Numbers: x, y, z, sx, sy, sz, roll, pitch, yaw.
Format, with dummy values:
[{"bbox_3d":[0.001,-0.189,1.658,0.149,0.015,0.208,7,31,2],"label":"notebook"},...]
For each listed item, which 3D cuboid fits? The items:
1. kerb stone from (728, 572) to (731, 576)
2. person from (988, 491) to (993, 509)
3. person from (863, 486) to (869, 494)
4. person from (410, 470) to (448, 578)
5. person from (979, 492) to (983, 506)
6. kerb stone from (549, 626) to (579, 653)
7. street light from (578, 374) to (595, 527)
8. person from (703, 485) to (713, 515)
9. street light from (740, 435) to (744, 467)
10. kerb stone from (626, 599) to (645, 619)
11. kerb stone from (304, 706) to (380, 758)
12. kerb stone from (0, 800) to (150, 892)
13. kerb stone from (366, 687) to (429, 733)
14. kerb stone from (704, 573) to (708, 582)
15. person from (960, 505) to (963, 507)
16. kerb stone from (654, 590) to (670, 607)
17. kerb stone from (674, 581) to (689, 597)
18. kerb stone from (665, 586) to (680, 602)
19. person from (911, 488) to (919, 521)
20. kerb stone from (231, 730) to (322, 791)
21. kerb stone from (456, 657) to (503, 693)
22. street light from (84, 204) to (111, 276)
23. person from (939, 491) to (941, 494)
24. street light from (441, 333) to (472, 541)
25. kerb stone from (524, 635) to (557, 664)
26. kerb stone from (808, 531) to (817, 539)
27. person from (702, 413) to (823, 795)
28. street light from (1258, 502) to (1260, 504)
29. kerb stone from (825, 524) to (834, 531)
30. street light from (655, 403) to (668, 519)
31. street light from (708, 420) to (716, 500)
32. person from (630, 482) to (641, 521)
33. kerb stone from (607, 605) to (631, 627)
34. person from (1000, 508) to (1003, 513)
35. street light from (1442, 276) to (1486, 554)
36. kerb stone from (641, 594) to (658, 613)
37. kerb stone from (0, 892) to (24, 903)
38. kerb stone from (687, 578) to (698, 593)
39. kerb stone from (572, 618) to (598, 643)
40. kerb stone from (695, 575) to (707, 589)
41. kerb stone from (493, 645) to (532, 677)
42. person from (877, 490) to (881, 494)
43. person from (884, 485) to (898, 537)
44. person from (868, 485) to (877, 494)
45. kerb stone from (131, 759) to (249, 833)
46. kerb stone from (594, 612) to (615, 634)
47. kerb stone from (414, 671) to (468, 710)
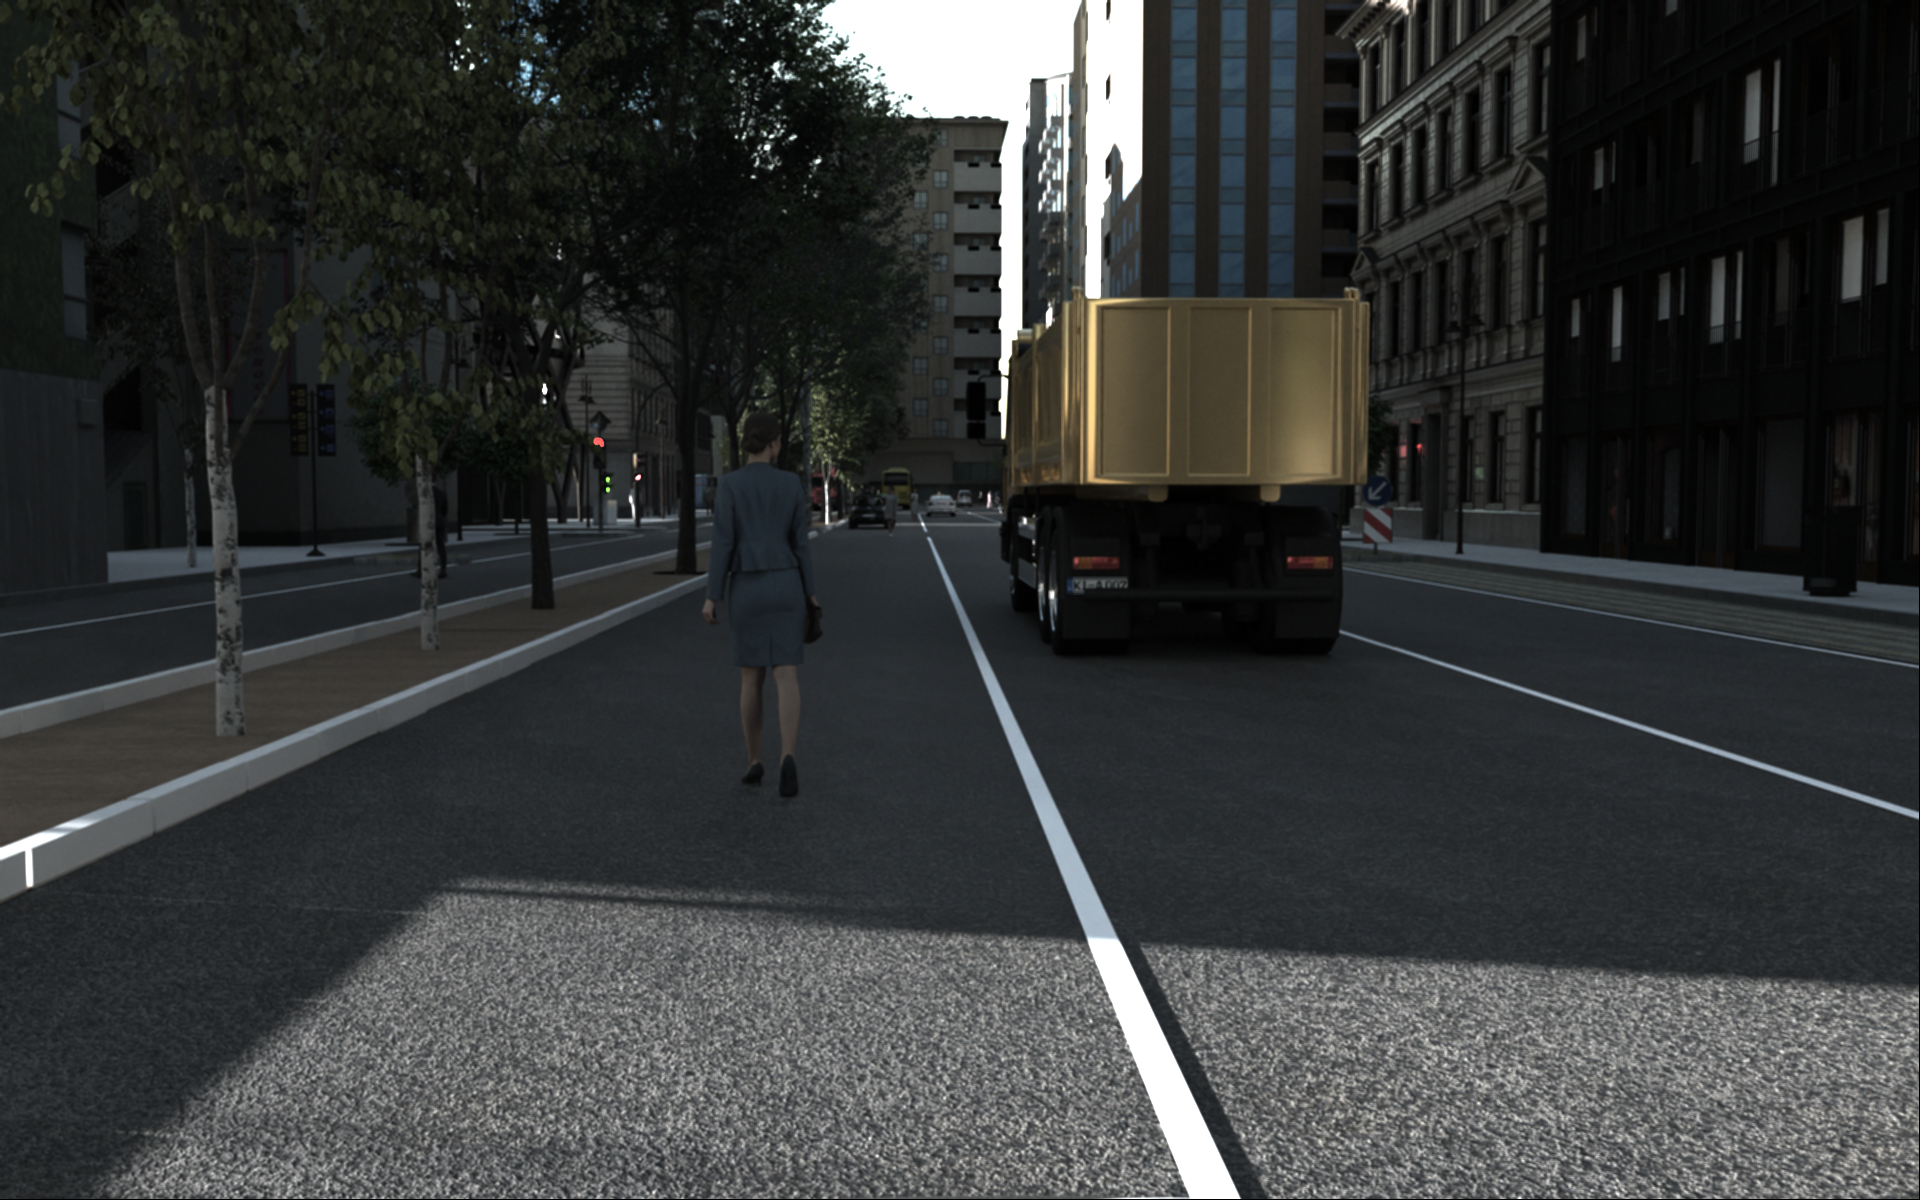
[{"bbox_3d":[-4.149,-0.562,31.381,0.120,0.150,1.000,0,4,-2],"label":"kerb stone"},{"bbox_3d":[2.988,-9.855,170.298,0.621,1.740,0.551,-1,4,-21],"label":"person"},{"bbox_3d":[-5.200,-5.504,97.857,0.648,1.900,0.474,-1,4,-16],"label":"person"},{"bbox_3d":[-9.036,-1.296,29.472,0.755,1.850,0.659,2,4,33],"label":"person"},{"bbox_3d":[2.455,-12.037,206.096,0.721,1.735,1.217,1,4,18],"label":"person"},{"bbox_3d":[-3.702,0.378,16.015,0.120,0.150,1.000,0,4,-2],"label":"kerb stone"},{"bbox_3d":[-14.338,-5.740,66.634,0.468,5.910,1.993,0,4,-2],"label":"street light"},{"bbox_3d":[-15.338,-6.066,105.347,0.709,1.813,0.853,1,4,20],"label":"person"},{"bbox_3d":[-16.239,-9.618,130.049,0.468,5.910,1.993,0,4,-2],"label":"street light"},{"bbox_3d":[-3.823,0.128,20.109,0.120,0.150,1.000,0,4,-2],"label":"kerb stone"},{"bbox_3d":[-3.530,0.757,9.851,0.120,0.150,1.000,0,4,-2],"label":"kerb stone"},{"bbox_3d":[-3.437,0.945,6.775,0.120,0.150,1.000,0,4,-2],"label":"kerb stone"},{"bbox_3d":[-3.553,0.692,10.876,0.120,0.150,1.000,0,4,-2],"label":"kerb stone"},{"bbox_3d":[-4.028,-0.305,27.276,0.120,0.150,1.000,0,4,-2],"label":"kerb stone"},{"bbox_3d":[0.210,-11.641,198.816,0.705,1.826,1.348,-1,4,-21],"label":"person"},{"bbox_3d":[-3.878,0.003,22.152,0.120,0.150,1.000,0,4,-2],"label":"kerb stone"},{"bbox_3d":[-3.947,-0.123,24.209,0.120,0.150,1.000,0,4,-2],"label":"kerb stone"},{"bbox_3d":[-3.912,-0.055,23.174,0.120,0.150,1.000,0,4,-2],"label":"kerb stone"},{"bbox_3d":[-2.328,-5.003,90.871,0.480,1.755,0.524,-3,5,-41],"label":"person"},{"bbox_3d":[-3.498,0.821,8.829,0.120,0.150,1.000,0,4,-2],"label":"kerb stone"},{"bbox_3d":[-3.614,0.566,12.941,0.120,0.150,1.000,0,4,-2],"label":"kerb stone"},{"bbox_3d":[-13.275,-3.255,26.001,0.468,5.910,1.993,0,4,-2],"label":"street light"},{"bbox_3d":[-2.425,-12.138,206.951,1.348,1.824,0.705,1,4,21],"label":"person"},{"bbox_3d":[-13.788,-4.575,47.582,0.468,5.910,1.993,0,4,-2],"label":"street light"},{"bbox_3d":[-3.676,0.444,14.992,0.120,0.150,1.000,0,4,-2],"label":"kerb stone"},{"bbox_3d":[-4.920,-2.194,58.067,0.120,0.150,1.000,0,4,-2],"label":"kerb stone"},{"bbox_3d":[-0.949,0.011,8.339,0.581,1.822,0.654,0,4,-8],"label":"person"},{"bbox_3d":[10.026,-5.206,57.912,0.468,5.910,1.993,0,4,-2],"label":"street light"},{"bbox_3d":[-5.257,-2.911,69.798,0.120,0.150,1.000,0,4,-2],"label":"kerb stone"},{"bbox_3d":[-15.052,-7.020,87.562,0.468,5.910,1.993,0,4,-2],"label":"street light"},{"bbox_3d":[-15.568,-8.311,108.665,0.468,5.910,1.993,0,4,-2],"label":"street light"},{"bbox_3d":[-15.482,-4.702,82.803,0.514,1.842,0.818,-2,4,-24],"label":"person"},{"bbox_3d":[-3.797,0.190,19.085,0.120,0.150,1.000,0,4,-2],"label":"kerb stone"},{"bbox_3d":[3.370,-7.305,127.780,0.795,1.843,0.661,-1,4,-20],"label":"person"},{"bbox_3d":[10.720,-3.926,36.983,0.468,5.910,1.993,0,4,-2],"label":"street light"},{"bbox_3d":[-3.852,0.065,21.131,0.120,0.150,1.000,0,4,-2],"label":"kerb stone"},{"bbox_3d":[-3.411,1.006,5.744,0.120,0.150,1.000,0,4,-2],"label":"kerb stone"},{"bbox_3d":[-3.976,-0.186,25.231,0.120,0.150,1.000,0,4,-2],"label":"kerb stone"},{"bbox_3d":[-3.733,0.315,17.039,0.120,0.150,1.000,0,4,-2],"label":"kerb stone"},{"bbox_3d":[-3.998,-0.248,26.254,0.120,0.150,1.000,0,4,-2],"label":"kerb stone"},{"bbox_3d":[-3.639,0.504,13.963,0.120,0.150,1.000,0,4,-2],"label":"kerb stone"},{"bbox_3d":[-7.991,-9.922,170.807,1.350,1.814,0.705,0,4,-6],"label":"person"},{"bbox_3d":[-2.338,-2.996,58.227,0.466,1.731,0.760,-1,4,-14],"label":"person"},{"bbox_3d":[-4.615,-5.103,91.293,0.474,1.900,0.648,0,4,3],"label":"person"},{"bbox_3d":[-3.468,0.880,7.804,0.120,0.150,1.000,0,4,-2],"label":"kerb stone"},{"bbox_3d":[-3.767,0.261,18.061,0.120,0.150,1.000,0,4,-2],"label":"kerb stone"},{"bbox_3d":[-3.589,0.629,11.908,0.120,0.150,1.000,0,4,-2],"label":"kerb stone"}]
